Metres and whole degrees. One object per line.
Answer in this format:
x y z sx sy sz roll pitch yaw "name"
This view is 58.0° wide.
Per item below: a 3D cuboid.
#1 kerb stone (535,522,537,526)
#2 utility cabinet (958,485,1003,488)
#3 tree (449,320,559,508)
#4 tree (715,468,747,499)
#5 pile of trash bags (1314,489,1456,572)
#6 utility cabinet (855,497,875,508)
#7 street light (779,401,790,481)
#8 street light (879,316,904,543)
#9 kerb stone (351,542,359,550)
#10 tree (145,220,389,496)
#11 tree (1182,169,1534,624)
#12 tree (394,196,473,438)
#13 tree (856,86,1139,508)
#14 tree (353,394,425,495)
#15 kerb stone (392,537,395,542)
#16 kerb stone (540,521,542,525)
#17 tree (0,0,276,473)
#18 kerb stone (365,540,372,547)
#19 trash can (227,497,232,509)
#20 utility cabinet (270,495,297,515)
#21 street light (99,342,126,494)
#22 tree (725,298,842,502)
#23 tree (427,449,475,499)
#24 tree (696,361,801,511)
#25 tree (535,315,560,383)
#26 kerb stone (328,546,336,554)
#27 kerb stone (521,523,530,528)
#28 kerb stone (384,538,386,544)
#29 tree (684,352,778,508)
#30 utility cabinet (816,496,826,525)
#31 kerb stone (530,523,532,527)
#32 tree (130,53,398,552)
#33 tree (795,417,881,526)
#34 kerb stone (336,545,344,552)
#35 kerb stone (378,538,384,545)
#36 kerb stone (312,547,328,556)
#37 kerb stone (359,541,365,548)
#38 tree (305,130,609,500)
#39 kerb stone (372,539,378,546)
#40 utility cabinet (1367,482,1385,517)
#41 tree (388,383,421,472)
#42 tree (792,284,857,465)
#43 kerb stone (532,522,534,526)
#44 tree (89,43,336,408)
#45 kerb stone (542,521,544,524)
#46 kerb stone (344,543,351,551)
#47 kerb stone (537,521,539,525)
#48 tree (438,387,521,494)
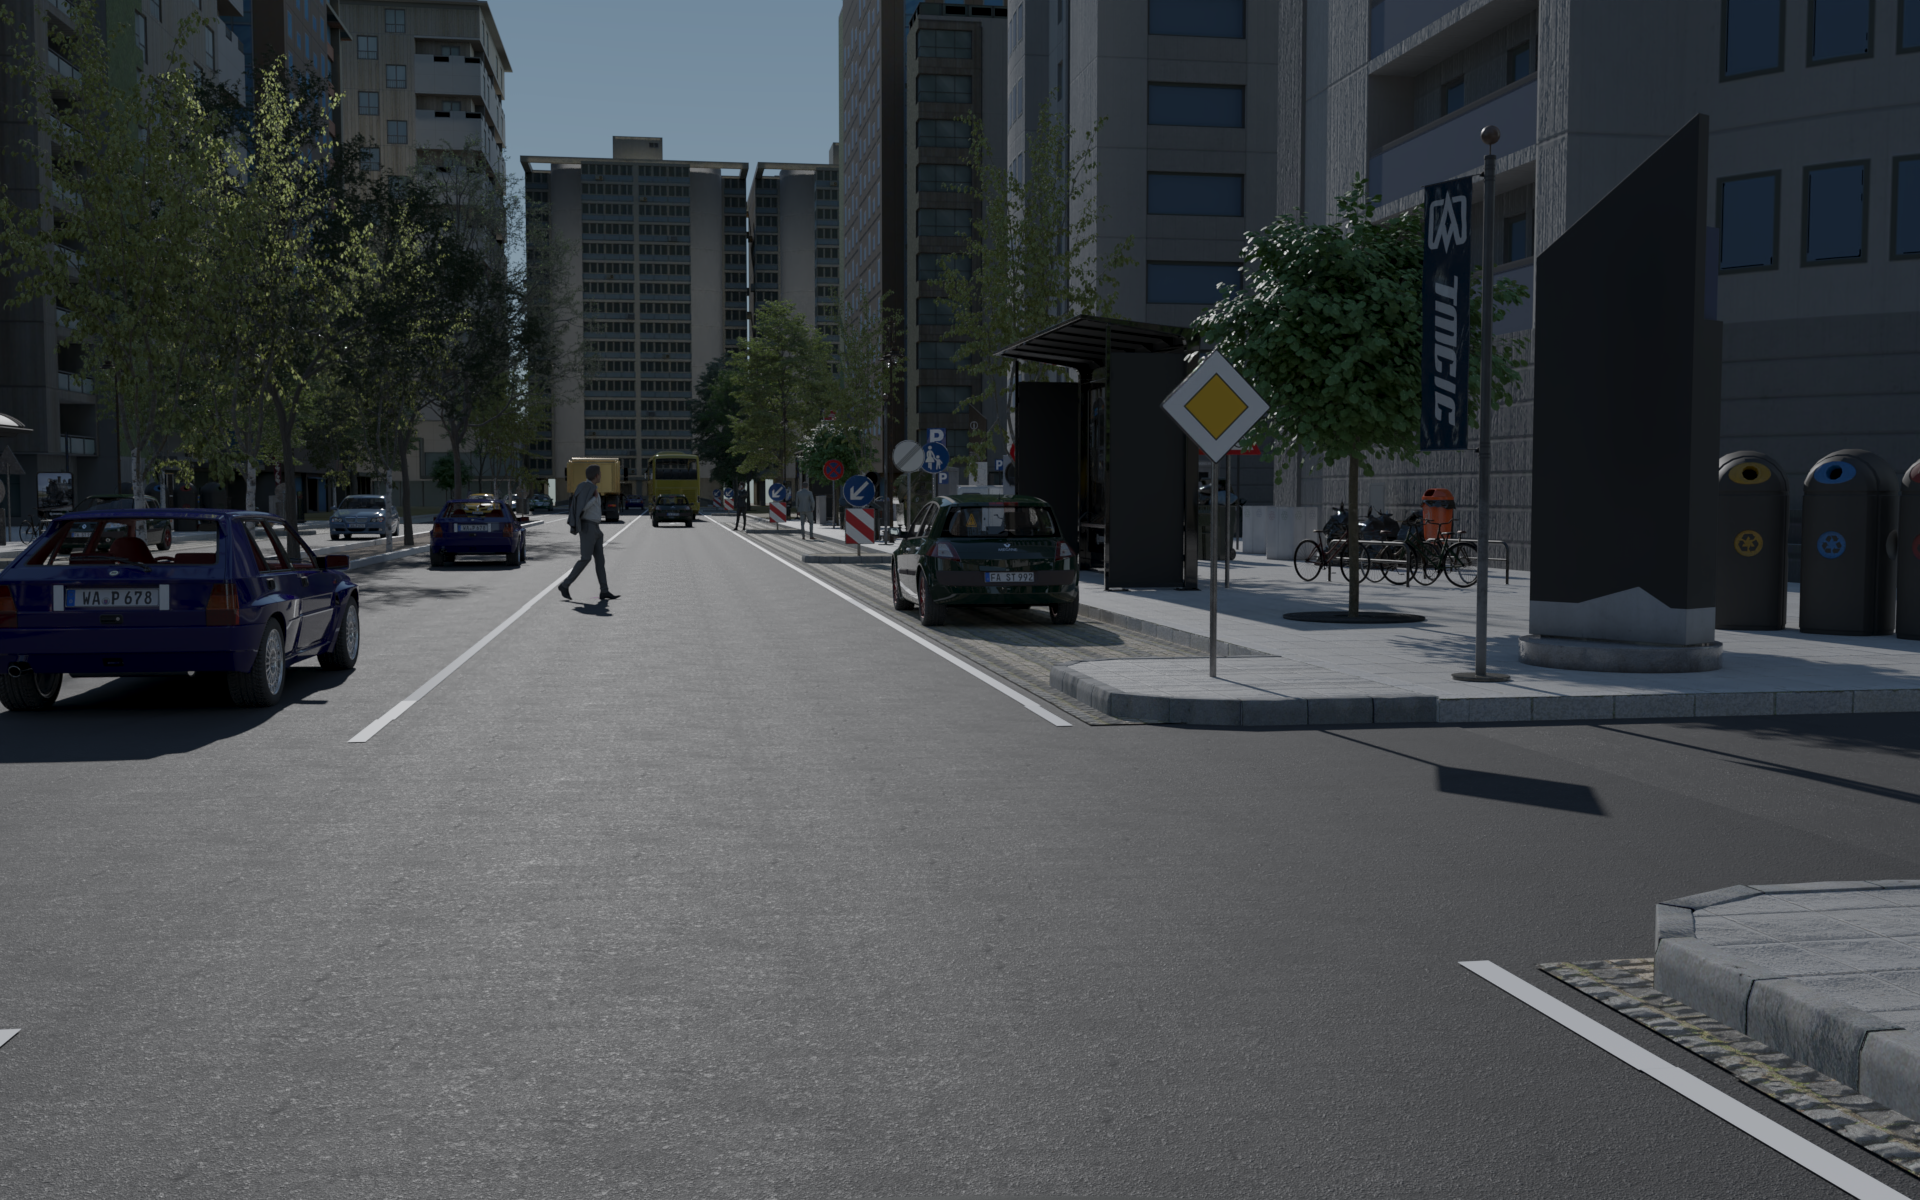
-19.092 -3.373 77.341 0.120 0.150 1.000 -1 4 -10 "kerb stone"
0.535 -2.172 44.195 1.173 1.500 0.318 0 4 1 "utility cabinet"
-18.856 -7.323 72.544 4.737 8.622 4.395 0 3 0 "tree"
-21.483 -10.988 163.363 4.285 4.588 4.351 0 3 0 "tree"
7.569 -1.233 29.909 1.912 1.369 3.447 -1 4 -13 "pile of trash bags"
-4.689 -4.663 84.911 0.318 1.500 1.173 -3 5 -44 "utility cabinet"
-8.705 -6.933 86.135 0.468 5.910 1.993 -1 4 -10 "street light"
-1.791 -4.428 45.180 0.468 5.910 1.993 -1 4 -10 "street light"
-15.691 -1.368 44.560 0.120 0.150 1.000 -1 4 -10 "kerb stone"
-28.834 -9.265 69.612 7.486 12.596 7.792 0 3 0 "tree"
4.025 -2.082 17.760 4.285 4.588 4.351 0 3 0 "tree"
-13.996 -5.472 42.279 4.360 8.622 3.978 0 3 0 "tree"
1.203 -5.009 32.257 4.737 8.622 4.395 0 3 0 "tree"
-33.672 -9.204 100.851 4.737 8.622 4.395 0 3 0 "tree"
-16.714 -1.737 50.613 0.120 0.150 1.000 -1 4 -10 "kerb stone"
-19.601 -3.558 80.371 0.120 0.150 1.000 -1 4 -10 "kerb stone"
-11.325 -4.334 23.687 4.737 8.622 4.395 0 3 0 "tree"
-16.032 -1.491 46.576 0.120 0.150 1.000 -1 4 -10 "kerb stone"
-31.334 -3.790 73.620 0.748 1.137 0.748 0 3 0 "trash can"
-30.359 -4.086 77.974 1.020 1.237 0.306 0 4 3 "utility cabinet"
-24.095 -4.696 49.571 0.468 5.910 1.993 -1 4 -10 "street light"
-10.154 -11.187 101.041 7.486 12.596 7.792 0 3 0 "tree"
-37.033 -8.685 125.711 4.285 4.588 4.351 0 3 0 "tree"
-15.922 -12.576 131.365 9.928 11.665 9.643 0 3 0 "tree"
-15.343 -6.806 48.147 8.767 10.594 7.601 -1 4 -10 "tree"
-15.179 -1.180 41.533 0.120 0.150 1.000 -1 4 -10 "kerb stone"
-18.410 -3.121 73.300 0.120 0.150 1.000 -1 4 -10 "kerb stone"
-16.544 -1.676 49.603 0.120 0.150 1.000 -1 4 -10 "kerb stone"
-20.043 -15.163 154.567 9.857 13.997 8.962 0 3 0 "tree"
-5.871 -3.791 73.146 0.306 1.237 1.020 -1 4 -13 "utility cabinet"
-18.585 -3.186 74.307 0.120 0.150 1.000 -1 4 -10 "kerb stone"
-11.906 -4.657 28.964 4.360 8.622 3.978 0 3 0 "tree"
-4.861 -5.235 69.311 4.285 4.588 4.351 0 3 0 "tree"
-15.351 -1.244 42.541 0.120 0.150 1.000 -1 4 -10 "kerb stone"
-16.367 -1.615 48.595 0.120 0.150 1.000 -1 4 -10 "kerb stone"
-15.008 -1.121 40.525 0.120 0.150 1.000 -1 4 -10 "kerb stone"
-15.862 -1.430 45.568 0.120 0.150 1.000 -1 4 -10 "kerb stone"
-16.947 -8.889 58.155 12.009 13.543 11.850 0 3 0 "tree"
-16.209 -1.546 47.586 0.120 0.150 1.000 -1 4 -10 "kerb stone"
7.994 -1.507 33.311 0.318 1.500 1.173 1 4 13 "utility cabinet"
-33.081 -10.697 93.020 7.486 12.596 7.792 0 3 0 "tree"
-3.524 -6.682 59.614 4.737 8.622 4.395 0 3 0 "tree"
-18.750 -3.250 75.325 0.120 0.150 1.000 -1 4 -10 "kerb stone"
-13.405 -5.990 34.807 8.767 10.594 7.601 -1 4 -10 "tree"
-19.776 -3.614 81.378 0.120 0.150 1.000 -1 4 -10 "kerb stone"
-15.521 -1.303 43.550 0.120 0.150 1.000 -1 4 -10 "kerb stone"
-19.263 -3.434 78.349 0.120 0.150 1.000 -1 4 -10 "kerb stone"
-42.415 -13.912 153.223 9.928 11.665 9.643 0 3 0 "tree"
